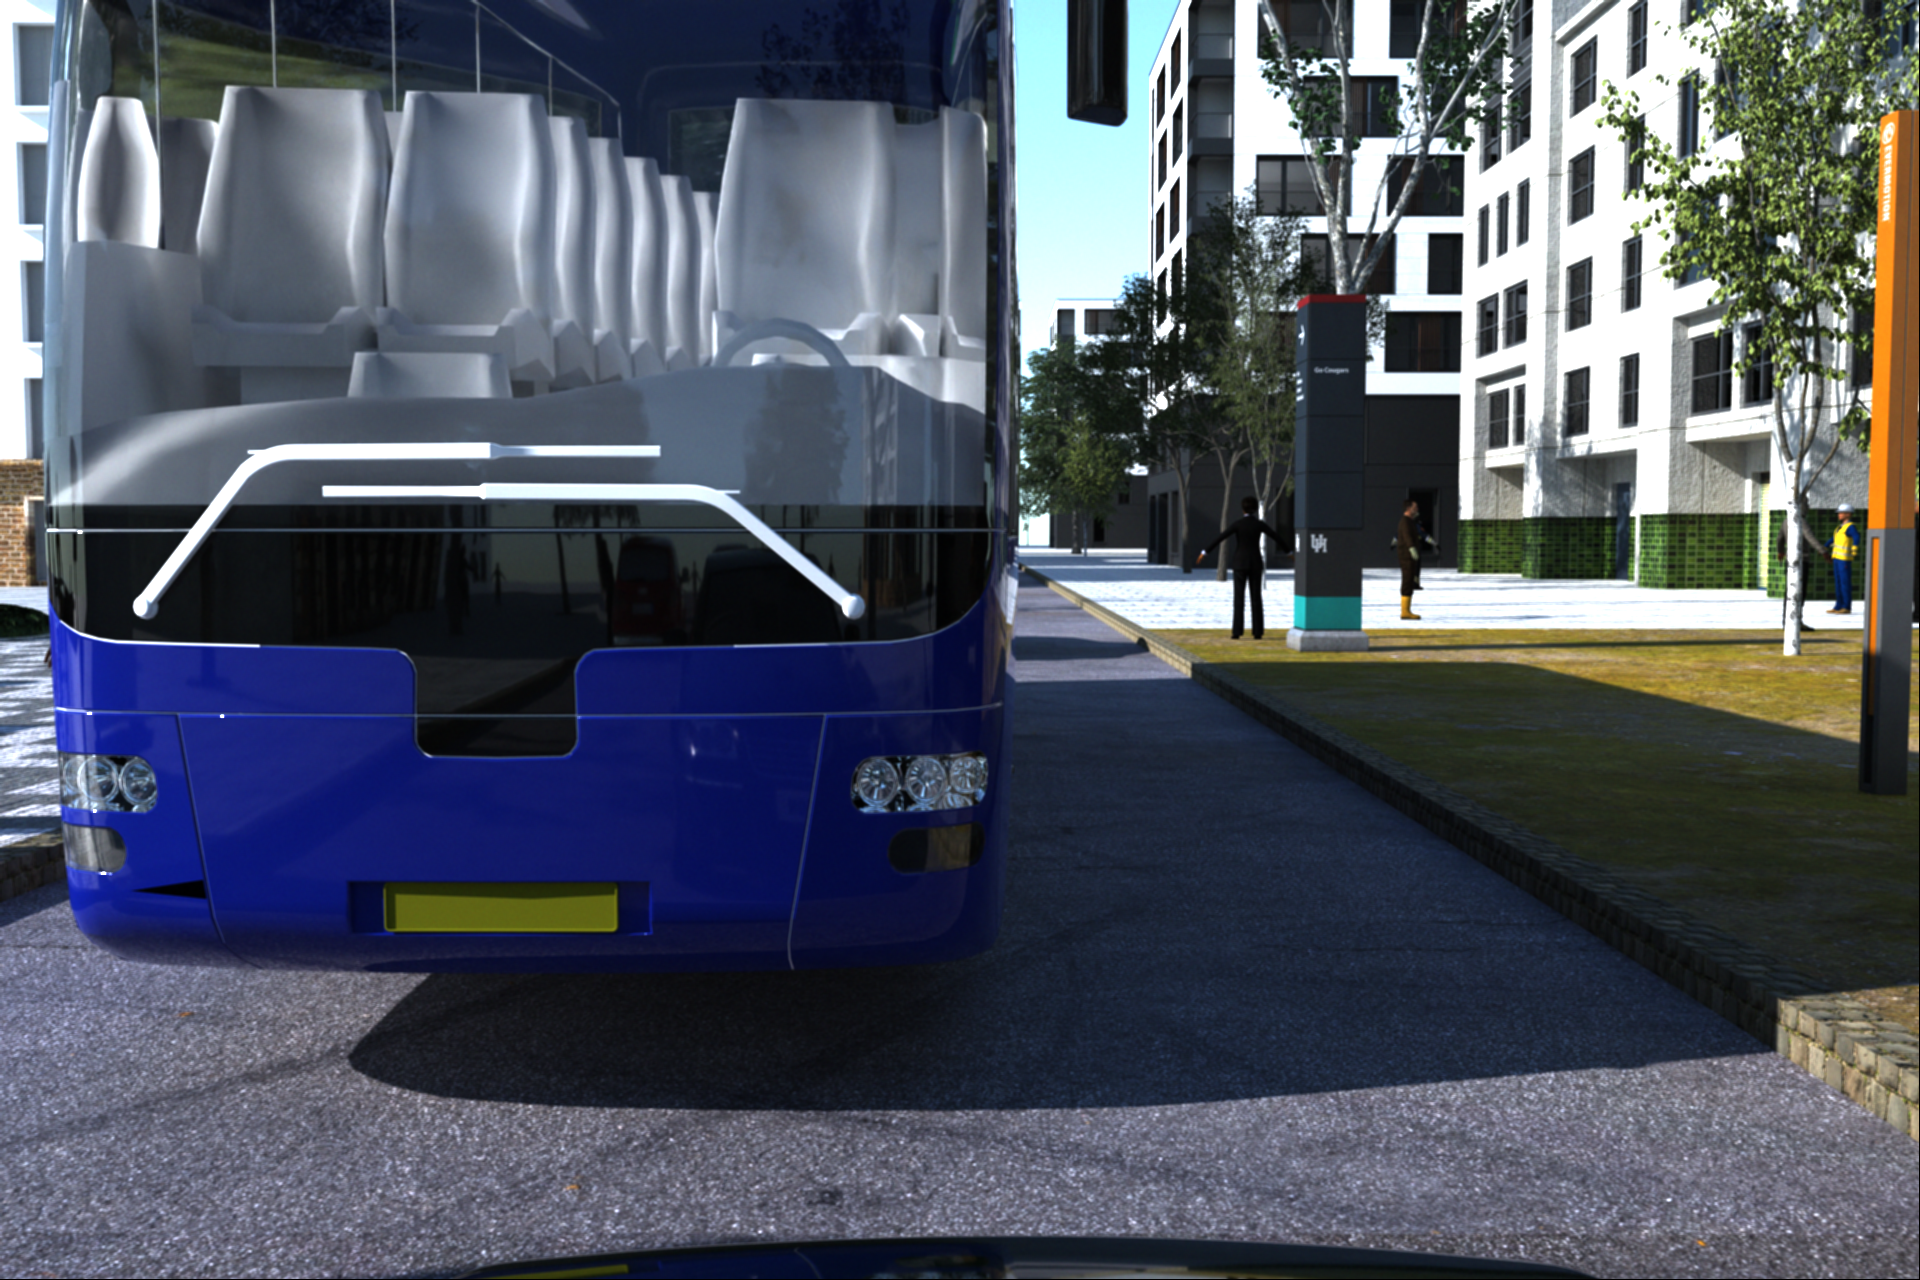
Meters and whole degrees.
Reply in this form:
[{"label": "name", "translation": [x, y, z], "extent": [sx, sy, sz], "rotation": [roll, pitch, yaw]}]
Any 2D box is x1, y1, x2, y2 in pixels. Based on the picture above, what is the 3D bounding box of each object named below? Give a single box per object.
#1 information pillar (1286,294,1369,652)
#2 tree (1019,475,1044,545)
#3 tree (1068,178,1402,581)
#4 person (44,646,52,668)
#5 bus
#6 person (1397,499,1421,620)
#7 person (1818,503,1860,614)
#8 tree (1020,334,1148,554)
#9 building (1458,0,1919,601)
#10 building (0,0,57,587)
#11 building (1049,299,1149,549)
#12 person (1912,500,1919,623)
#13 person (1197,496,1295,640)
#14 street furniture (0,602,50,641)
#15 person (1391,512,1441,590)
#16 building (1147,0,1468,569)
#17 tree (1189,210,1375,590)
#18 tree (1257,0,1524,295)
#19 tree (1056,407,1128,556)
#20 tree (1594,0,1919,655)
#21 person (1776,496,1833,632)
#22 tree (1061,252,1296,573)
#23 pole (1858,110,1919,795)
[{"label": "information pillar", "translation": [4.068, -1.817, 19.086], "extent": [0.750, 3.857, 0.750], "rotation": [0, 4, 0]}, {"label": "tree", "translation": [7.559, -15.197, 198.828], "extent": [4.737, 8.622, 4.395], "rotation": [0, 3, 0]}, {"label": "tree", "translation": [7.121, -6.844, 46.311], "extent": [8.767, 10.594, 7.601], "rotation": [0, 4, -8]}, {"label": "person", "translation": [-3.549, 0.064, 7.604], "extent": [0.705, 1.806, 1.347], "rotation": [0, 4, 1]}, {"label": "bus", "translation": [-1.053, -1.118, 9.825], "extent": [2.896, 3.916, 12.251], "rotation": [0, 4, 0]}, {"label": "person", "translation": [6.778, -1.217, 26.038], "extent": [0.704, 1.812, 1.346], "rotation": [1, 4, 15]}, {"label": "person", "translation": [14.142, -1.310, 27.884], "extent": [0.721, 1.772, 1.216], "rotation": [0, 4, 2]}, {"label": "tree", "translation": [7.332, -12.372, 108.938], "extent": [9.857, 13.997, 8.962], "rotation": [0, 3, 0]}, {"label": "building", "translation": [24.767, -10.687, 41.185], "extent": [16.747, 18.905, 31.486], "rotation": [0, 4, 1]}, {"label": "building", "translation": [-24.956, -11.456, 43.733], "extent": [16.016, 20.090, 11.380], "rotation": [0, 4, 1]}, {"label": "building", "translation": [22.438, -19.740, 166.728], "extent": [27.936, 21.610, 32.646], "rotation": [0, 4, 0]}, {"label": "person", "translation": [13.886, -1.151, 25.045], "extent": [1.346, 1.802, 0.704], "rotation": [-3, 4, -36]}, {"label": "person", "translation": [3.500, -0.882, 21.137], "extent": [1.216, 1.740, 0.721], "rotation": [0, 4, -3]}, {"label": "street furniture", "translation": [-8.647, -0.375, 21.755], "extent": [10.072, 0.657, 5.734], "rotation": [1, 4, 13]}, {"label": "person", "translation": [10.428, -2.081, 39.810], "extent": [0.705, 1.856, 1.354], "rotation": [-3, 5, -39]}, {"label": "building", "translation": [22.353, -14.414, 79.643], "extent": [27.936, 21.610, 32.646], "rotation": [0, 3, 0]}, {"label": "tree", "translation": [6.979, -5.485, 40.035], "extent": [4.360, 8.622, 3.978], "rotation": [0, 3, 0]}, {"label": "tree", "translation": [7.996, -10.614, 29.435], "extent": [12.611, 20.169, 13.585], "rotation": [0, 3, 0]}, {"label": "tree", "translation": [7.344, -9.142, 99.832], "extent": [4.737, 8.622, 4.395], "rotation": [0, 3, 0]}, {"label": "tree", "translation": [8.739, -4.131, 17.909], "extent": [4.737, 8.622, 4.395], "rotation": [0, 3, 0]}, {"label": "person", "translation": [11.102, -1.026, 22.908], "extent": [0.705, 1.813, 1.348], "rotation": [0, 4, 0]}, {"label": "tree", "translation": [7.496, -7.480, 56.712], "extent": [8.767, 10.594, 7.601], "rotation": [0, 4, 5]}, {"label": "pole", "translation": [4.576, -0.896, 8.491], "extent": [0.158, 3.312, 0.155], "rotation": [0, 3, 0]}]
